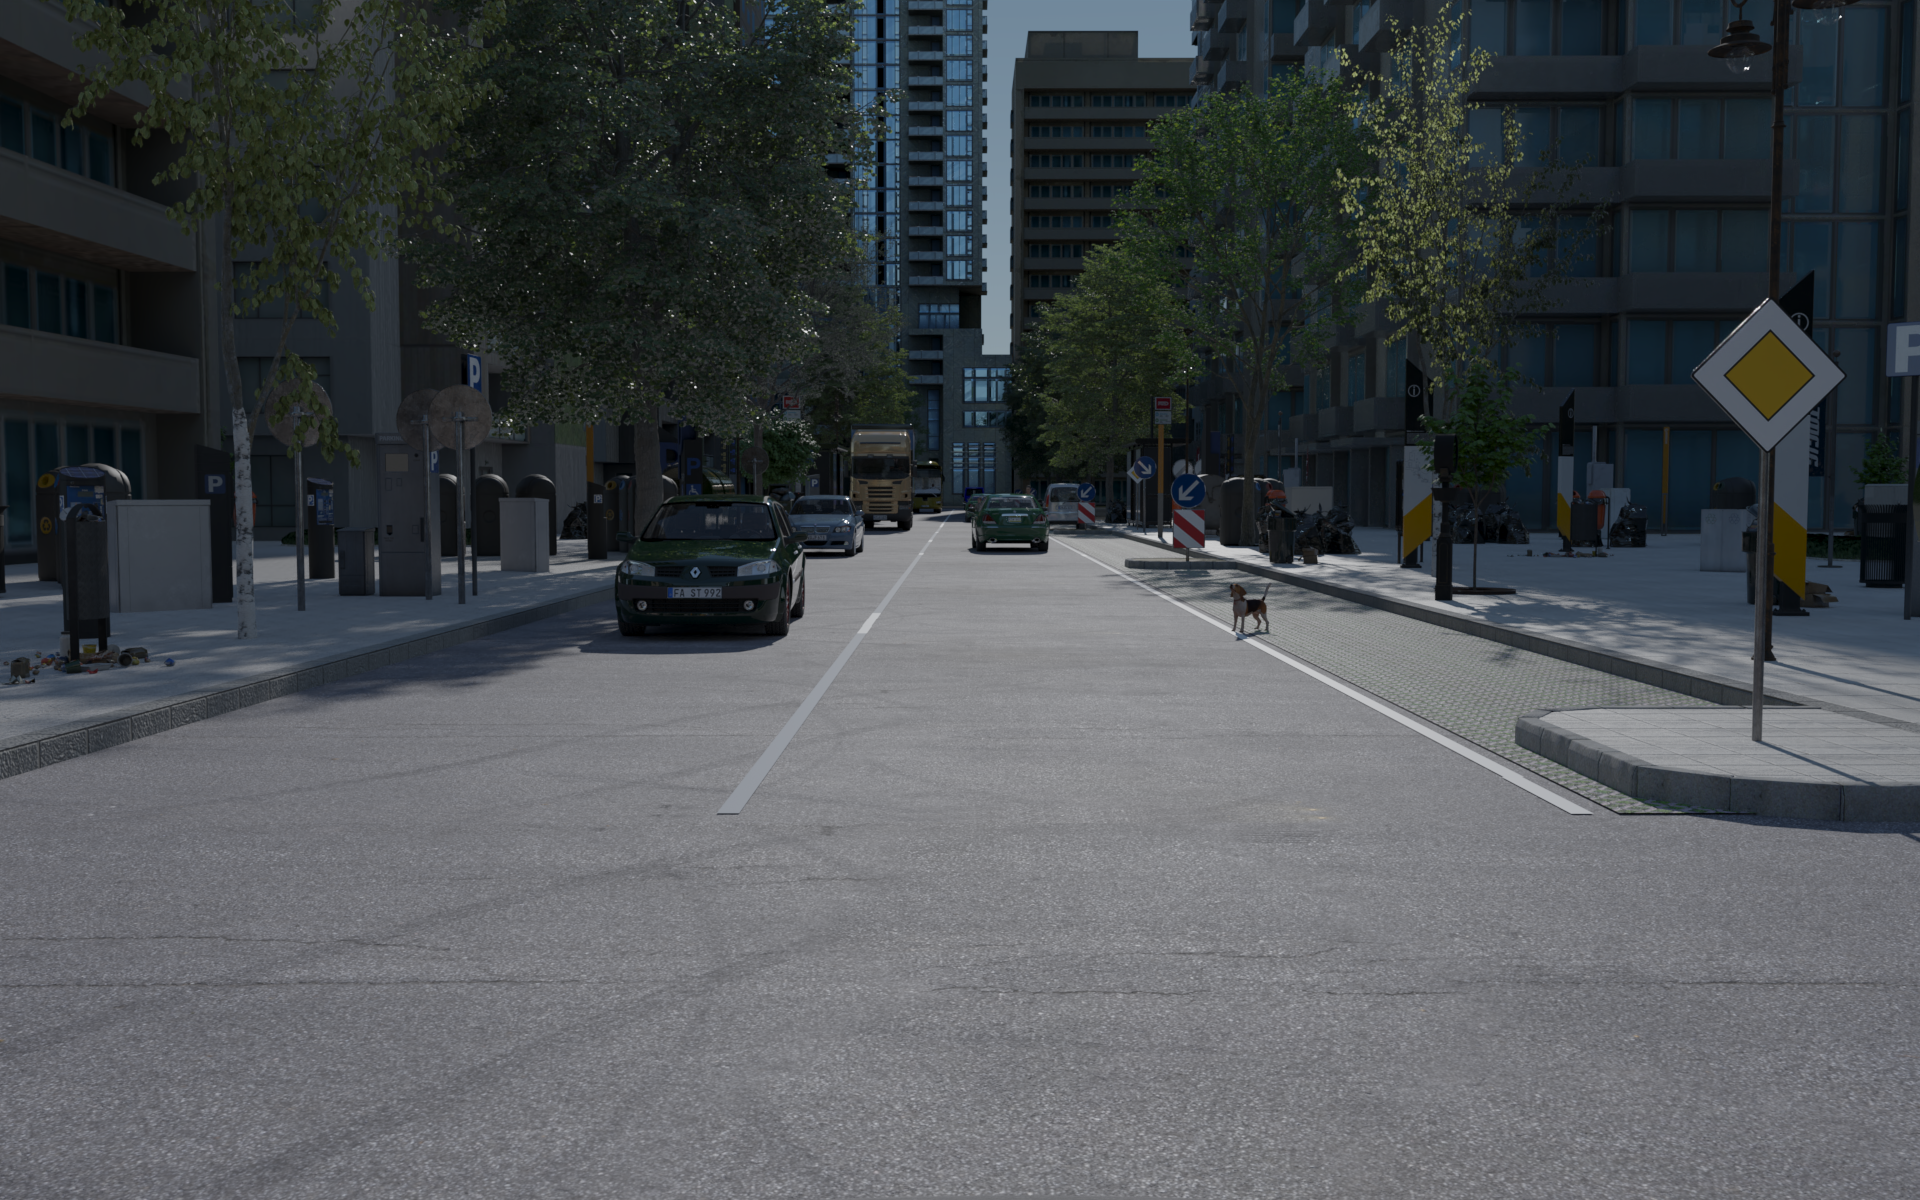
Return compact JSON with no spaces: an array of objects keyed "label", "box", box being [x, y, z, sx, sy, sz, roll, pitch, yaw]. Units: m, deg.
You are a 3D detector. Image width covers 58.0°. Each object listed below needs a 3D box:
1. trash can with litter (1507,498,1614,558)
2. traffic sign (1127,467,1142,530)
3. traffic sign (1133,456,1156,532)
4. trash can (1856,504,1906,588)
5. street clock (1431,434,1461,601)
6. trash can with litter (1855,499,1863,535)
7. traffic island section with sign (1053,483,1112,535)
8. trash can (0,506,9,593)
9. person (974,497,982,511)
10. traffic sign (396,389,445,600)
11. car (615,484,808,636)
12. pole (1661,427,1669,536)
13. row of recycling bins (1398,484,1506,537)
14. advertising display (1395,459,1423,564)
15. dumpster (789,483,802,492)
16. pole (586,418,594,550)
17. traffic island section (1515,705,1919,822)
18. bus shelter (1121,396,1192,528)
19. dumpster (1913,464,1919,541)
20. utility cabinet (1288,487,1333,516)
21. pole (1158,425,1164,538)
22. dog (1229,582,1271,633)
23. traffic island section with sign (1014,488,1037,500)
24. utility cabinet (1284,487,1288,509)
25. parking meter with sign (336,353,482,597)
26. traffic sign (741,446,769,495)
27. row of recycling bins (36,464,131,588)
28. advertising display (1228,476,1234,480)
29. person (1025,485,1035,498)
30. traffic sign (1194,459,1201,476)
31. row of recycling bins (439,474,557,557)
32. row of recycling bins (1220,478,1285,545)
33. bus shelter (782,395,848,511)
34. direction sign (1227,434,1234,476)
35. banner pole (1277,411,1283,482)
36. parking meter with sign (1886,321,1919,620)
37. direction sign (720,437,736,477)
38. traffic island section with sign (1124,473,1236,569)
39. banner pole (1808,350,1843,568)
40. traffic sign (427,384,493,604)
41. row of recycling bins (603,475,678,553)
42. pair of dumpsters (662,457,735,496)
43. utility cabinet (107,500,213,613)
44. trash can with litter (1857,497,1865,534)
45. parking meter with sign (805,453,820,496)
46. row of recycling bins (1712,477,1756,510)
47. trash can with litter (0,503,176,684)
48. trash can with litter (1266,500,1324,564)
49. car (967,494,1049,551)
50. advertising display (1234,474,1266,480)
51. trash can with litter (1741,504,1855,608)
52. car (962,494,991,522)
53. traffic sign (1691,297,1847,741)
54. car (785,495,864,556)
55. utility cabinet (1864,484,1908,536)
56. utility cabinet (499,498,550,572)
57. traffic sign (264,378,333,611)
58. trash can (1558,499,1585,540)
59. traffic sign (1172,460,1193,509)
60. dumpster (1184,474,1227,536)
[{"label":"trash can with litter","box":[12.358,-1.495,35.501,2.233,1.210,1.678,1,4,10]},{"label":"traffic sign","box":[6.329,-3.703,61.729,0.795,2.450,0.064,0,4,8]},{"label":"traffic sign","box":[6.226,-3.567,58.421,0.768,2.556,0.104,0,4,3]},{"label":"trash can","box":[12.699,-0.741,23.768,0.748,1.137,0.748,0,3,0]},{"label":"street clock","box":[5.848,-0.998,20.880,0.358,2.002,0.471,2,4,24]},{"label":"trash can with litter","box":[24.521,-2.199,47.342,0.624,1.170,1.055,0,4,-5]},{"label":"traffic island section with sign","box":[4.333,-3.242,61.639,1.989,1.847,2.006,0,4,0]},{"label":"trash can","box":[-12.108,-0.591,21.320,0.748,1.137,0.748,0,3,0]},{"label":"person","box":[0.829,-3.592,71.508,0.475,1.303,0.640,-1,4,-12]},{"label":"traffic sign","box":[-6.446,-1.275,20.947,0.768,2.556,0.104,0,4,5]},{"label":"car","box":[-2.621,-0.548,18.750,2.009,1.686,4.222,0,4,-2]},{"label":"pole","box":[21.452,-3.599,52.679,0.158,3.312,0.155,0,3,0]},{"label":"row of recycling bins","box":[14.703,-2.735,51.835,1.069,1.692,3.534,-3,5,-44]},{"label":"advertising display","box":[8.387,-1.650,32.187,0.123,1.923,0.974,3,5,43]},{"label":"dumpster","box":[-7.642,-4.584,80.700,1.264,1.857,1.865,0,4,0]},{"label":"pole","box":[-8.480,-2.806,39.724,0.158,3.312,0.155,0,3,0]},{"label":"traffic island section","box":[4.164,0.811,9.020,2.009,0.180,2.903,0,4,0]},{"label":"bus shelter","box":[7.630,-5.581,68.876,2.179,5.291,8.768,0,4,0]},{"label":"dumpster","box":[6.722,-0.454,9.923,1.502,2.255,1.985,0,4,0]},{"label":"utility cabinet","box":[10.377,-2.594,51.093,1.173,1.500,0.318,1,4,15]},{"label":"pole","box":[5.909,-3.495,50.994,0.158,3.312,0.155,0,3,0]},{"label":"dog","box":[3.025,0.076,18.041,0.406,0.507,0.540,1,4,12]},{"label":"traffic island section with sign","box":[4.483,-6.297,111.576,1.989,1.847,2.006,0,4,0]},{"label":"utility cabinet","box":[10.986,-2.910,56.256,1.173,1.500,0.318,2,4,24]},{"label":"parking meter with sign","box":[-6.949,-1.562,21.805,1.738,3.016,0.543,0,4,2]},{"label":"traffic sign","box":[-5.484,-2.825,46.290,0.768,2.556,0.104,0,4,7]},{"label":"row of recycling bins","box":[-12.443,-1.073,24.657,1.069,1.692,3.534,-2,4,-33]},{"label":"advertising display","box":[10.025,-3.459,61.768,0.974,1.923,0.123,1,4,10]},{"label":"person","box":[2.370,-3.150,60.757,0.760,1.731,0.466,2,4,35]},{"label":"traffic sign","box":[8.781,-3.801,62.255,0.768,2.556,0.104,0,4,1]},{"label":"row of recycling bins","box":[-10.189,-1.766,35.989,3.534,1.692,1.069,-1,4,-12]},{"label":"row of recycling bins","box":[7.605,-2.328,45.180,1.069,1.692,3.534,2,4,27]},{"label":"bus shelter","box":[-6.109,-5.838,73.083,2.179,5.291,8.768,0,4,0]},{"label":"direction sign","box":[10.212,-4.493,65.464,0.379,3.537,0.876,0,4,-6]},{"label":"banner pole","box":[9.625,-3.807,52.256,0.401,3.779,0.863,1,4,16]},{"label":"parking meter with sign","box":[10.308,-1.335,18.091,1.738,3.016,0.543,-3,4,-39]},{"label":"direction sign","box":[-9.288,-4.738,69.464,0.876,3.537,0.379,3,5,40]},{"label":"traffic island section with sign","box":[4.235,-1.531,33.666,1.989,1.847,2.006,0,4,0]},{"label":"banner pole","box":[15.100,-2.468,30.374,0.401,3.779,0.863,-2,4,-30]},{"label":"traffic sign","box":[-5.815,-1.225,20.141,0.768,2.556,0.104,0,4,3]},{"label":"row of recycling bins","box":[-6.931,-1.867,37.632,1.069,1.692,3.534,-2,4,-26]},{"label":"pair of dumpsters","box":[-6.799,-2.562,44.377,1.574,2.255,4.437,0,4,0]},{"label":"utility cabinet","box":[-8.828,-0.486,19.109,0.306,1.237,1.020,3,5,43]},{"label":"trash can with litter","box":[22.654,-2.003,43.801,1.678,1.210,2.233,-2,4,-30]},{"label":"parking meter with sign","box":[-5.758,-4.348,67.355,0.543,3.016,1.738,-1,4,-19]},{"label":"row of recycling bins","box":[19.400,-2.217,43.358,1.069,1.692,3.534,1,4,21]},{"label":"trash can with litter","box":[-6.675,-0.100,12.696,1.678,1.210,2.233,0,4,-4]},{"label":"trash can with litter","box":[6.196,-1.263,32.037,1.055,1.170,0.624,1,4,9]},{"label":"car","box":[1.266,-2.013,44.709,2.131,1.459,4.920,0,4,-2]},{"label":"advertising display","box":[9.610,-3.177,57.155,0.974,1.923,0.123,2,4,31]},{"label":"trash can with litter","box":[9.565,-0.522,19.926,0.624,1.170,1.055,-2,4,-35]},{"label":"car","box":[1.189,-4.740,89.290,2.131,1.459,4.920,0,4,-1]},{"label":"traffic sign","box":[4.140,-0.324,8.943,0.795,2.450,0.064,0,4,0]},{"label":"car","box":[-3.258,-1.799,41.408,2.014,1.417,4.499,0,4,1]},{"label":"utility cabinet","box":[20.508,-1.793,37.999,1.173,1.500,0.318,3,4,38]},{"label":"utility cabinet","box":[-7.232,-1.077,28.774,1.020,1.237,0.306,3,5,41]},{"label":"traffic sign","box":[-7.240,-1.154,18.967,0.768,2.556,0.104,0,4,4]},{"label":"trash can","box":[17.203,-2.273,48.823,0.748,1.137,0.748,0,3,0]},{"label":"traffic sign","box":[8.244,-3.918,64.159,0.768,2.556,0.104,0,4,1]},{"label":"dumpster","box":[7.351,-2.809,51.681,1.264,1.857,1.865,0,3,0]}]
